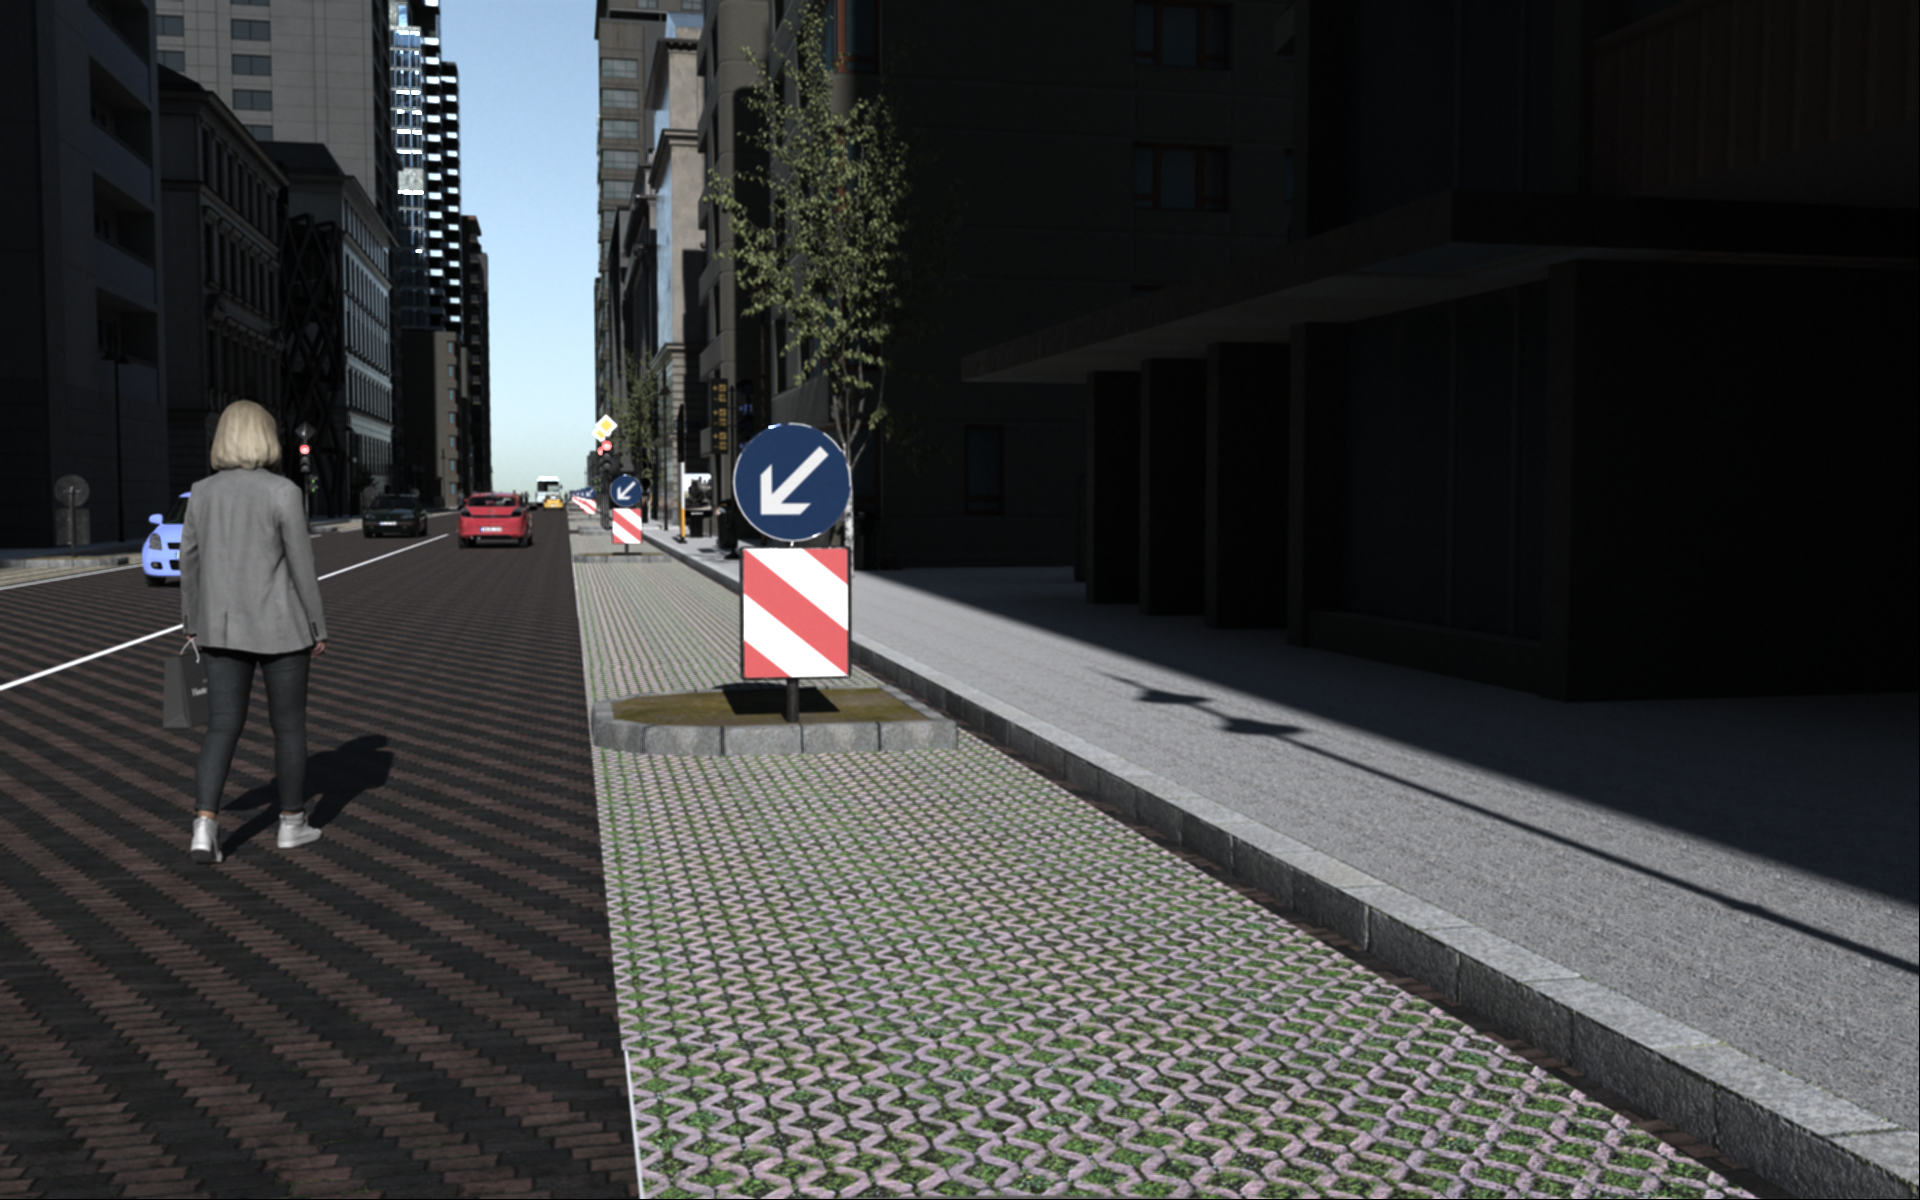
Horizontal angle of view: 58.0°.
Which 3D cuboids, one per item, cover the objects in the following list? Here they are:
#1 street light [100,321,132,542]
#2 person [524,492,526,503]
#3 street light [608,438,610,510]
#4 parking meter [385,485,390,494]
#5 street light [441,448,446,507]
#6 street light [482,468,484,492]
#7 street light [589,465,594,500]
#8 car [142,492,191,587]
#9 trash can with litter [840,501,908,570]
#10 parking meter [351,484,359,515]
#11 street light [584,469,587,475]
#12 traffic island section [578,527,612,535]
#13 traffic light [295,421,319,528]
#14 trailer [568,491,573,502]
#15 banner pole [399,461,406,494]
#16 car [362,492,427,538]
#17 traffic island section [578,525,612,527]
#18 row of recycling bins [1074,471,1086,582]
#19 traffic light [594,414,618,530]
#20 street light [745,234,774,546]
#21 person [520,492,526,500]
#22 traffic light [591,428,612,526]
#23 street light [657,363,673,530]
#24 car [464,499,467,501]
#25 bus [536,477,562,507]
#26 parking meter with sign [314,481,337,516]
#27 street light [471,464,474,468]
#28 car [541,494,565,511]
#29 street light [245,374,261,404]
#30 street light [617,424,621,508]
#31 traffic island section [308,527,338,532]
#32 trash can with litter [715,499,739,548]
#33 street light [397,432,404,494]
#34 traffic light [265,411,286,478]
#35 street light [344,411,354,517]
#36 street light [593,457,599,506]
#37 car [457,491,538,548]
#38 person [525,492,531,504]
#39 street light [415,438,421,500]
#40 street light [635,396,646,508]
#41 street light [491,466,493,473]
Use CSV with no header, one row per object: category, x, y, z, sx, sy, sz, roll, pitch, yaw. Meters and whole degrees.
street light,-22.501,-4.496,46.302,0.468,5.910,1.993,-1,4,-13
person,-67.057,-15.810,267.128,0.705,1.807,1.348,-2,4,-32
street light,-28.794,-10.352,142.044,0.468,5.910,1.993,-1,4,-13
parking meter,-36.811,-6.465,111.413,0.255,1.863,0.399,0,4,3
street light,-51.210,-12.172,171.799,0.468,5.910,1.993,-1,4,-13
street light,-69.319,-17.068,251.854,0.468,5.910,1.993,-1,4,-13
street light,-45.860,-14.924,216.801,0.468,5.910,1.993,-1,4,-13
car,-11.994,-1.130,28.075,1.945,1.707,3.694,-1,4,-11
trash can with litter,-1.455,-1.099,29.349,1.055,1.170,0.624,-2,4,-27
parking meter,-36.274,-6.000,103.813,0.399,1.863,0.255,1,4,15
street light,-57.382,-18.040,267.747,0.468,5.910,1.993,-1,4,-13
traffic island section,-12.410,-2.374,61.100,2.009,0.180,2.903,-1,4,-13
traffic light,-25.007,-4.733,66.301,0.839,4.253,0.868,-1,4,-13
trailer,-65.257,-17.407,291.658,1.471,1.999,3.904,-1,4,-12
banner pole,-41.540,-8.517,129.267,0.401,3.779,0.863,1,4,23
car,-18.898,-2.948,57.985,2.009,1.686,4.222,-1,4,-11
traffic island section,-14.183,-2.851,68.887,2.009,0.180,2.903,-1,4,-13
row of recycling bins,3.276,-1.155,26.002,3.534,1.692,1.069,-2,4,-28
traffic light,-12.452,-4.407,60.977,0.839,4.253,0.868,-1,4,-13
street light,-3.506,-3.548,30.799,0.468,5.910,1.993,-1,4,-13
person,-63.703,-14.843,251.904,1.217,1.735,0.721,0,4,-6
traffic light,-14.225,-4.883,68.764,0.839,4.253,0.868,-1,4,-13
street light,-10.396,-5.400,61.072,0.468,5.910,1.993,-1,4,-13
car,-30.711,-6.245,111.142,2.155,1.783,4.494,-1,4,-13
bus,-46.748,-12.356,196.884,2.948,3.499,13.247,-1,4,-13
parking meter with sign,-38.136,-6.554,103.413,0.543,3.016,1.738,3,4,39
street light,-62.570,-15.245,222.040,0.468,5.910,1.993,-1,4,-13
car,-35.437,-8.603,150.879,2.015,1.641,3.980,-1,4,-14
street light,-27.184,-5.741,66.648,0.468,5.910,1.993,-1,4,-13
street light,-22.060,-8.533,112.307,0.468,5.910,1.993,-1,4,-13
traffic island section,-25.049,-2.700,66.426,2.009,0.180,2.903,-1,4,-13
trash can with litter,-5.604,-1.818,41.116,0.624,1.170,1.055,-1,4,-20
street light,-40.728,-9.381,126.159,0.468,5.910,1.993,-1,4,-13
traffic light,-23.234,-4.256,58.514,0.839,4.253,0.868,-1,4,-13
street light,-33.966,-7.559,96.374,0.468,5.910,1.993,-1,4,-13
street light,-38.983,-13.091,186.831,0.468,5.910,1.993,-1,4,-13
car,-12.695,-2.348,47.438,2.155,1.783,4.494,-1,4,-11
person,-64.486,-15.262,258.026,0.705,1.826,1.348,2,4,24
street light,-44.306,-10.340,141.851,0.468,5.910,1.993,-1,4,-13
street light,-15.120,-6.677,81.960,0.468,5.910,1.993,-1,4,-13
street light,-76.088,-18.887,281.583,0.468,5.910,1.993,-1,4,-13
